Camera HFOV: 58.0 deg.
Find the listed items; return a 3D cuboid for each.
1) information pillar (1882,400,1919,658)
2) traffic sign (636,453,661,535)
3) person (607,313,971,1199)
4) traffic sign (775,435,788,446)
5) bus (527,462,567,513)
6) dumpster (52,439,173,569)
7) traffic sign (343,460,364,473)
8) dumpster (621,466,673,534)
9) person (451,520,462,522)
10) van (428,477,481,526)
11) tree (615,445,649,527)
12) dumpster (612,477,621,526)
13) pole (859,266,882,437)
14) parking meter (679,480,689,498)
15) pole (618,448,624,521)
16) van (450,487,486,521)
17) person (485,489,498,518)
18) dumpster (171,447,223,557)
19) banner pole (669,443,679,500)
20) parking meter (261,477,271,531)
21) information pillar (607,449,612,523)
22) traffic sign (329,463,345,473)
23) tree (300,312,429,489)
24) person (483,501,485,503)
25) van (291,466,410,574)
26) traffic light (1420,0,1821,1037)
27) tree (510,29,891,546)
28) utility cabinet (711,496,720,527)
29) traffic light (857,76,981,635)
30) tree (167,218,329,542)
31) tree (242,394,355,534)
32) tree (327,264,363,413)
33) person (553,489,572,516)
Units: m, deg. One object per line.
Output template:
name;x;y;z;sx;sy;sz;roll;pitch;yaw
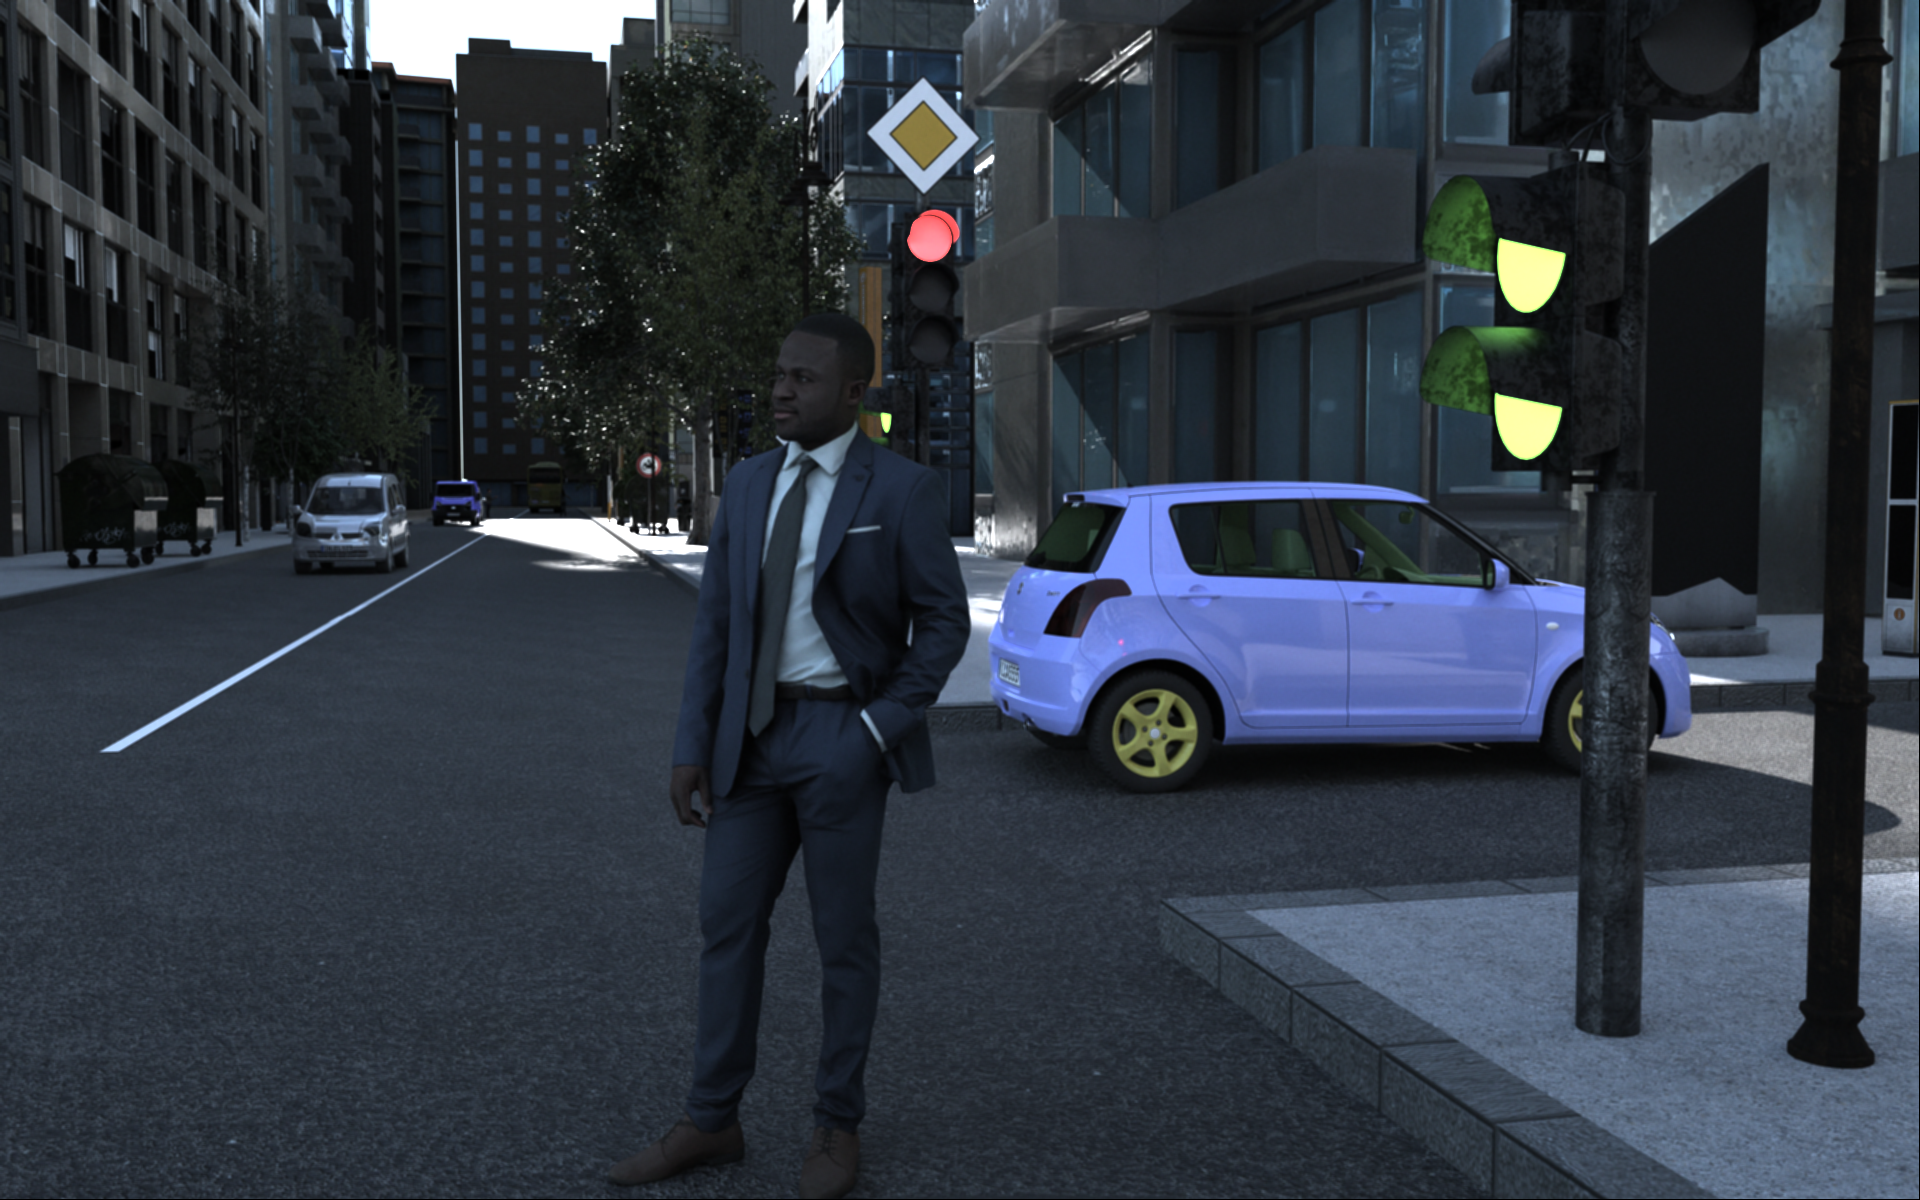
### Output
information pillar;7.526;-0.560;13.648;0.304;2.012;0.304;-2;4;-24
traffic sign;-9.667;-3.287;53.849;0.768;2.556;0.104;-1;4;-11
person;-0.337;0.309;3.629;0.721;1.800;0.419;1;4;17
traffic sign;-2.077;-1.346;23.199;0.795;2.450;0.064;0;4;-6
bus;-31.724;-8.655;133.057;2.896;3.916;12.252;-1;4;-12
dumpster;-15.016;-1.721;30.635;1.502;2.255;1.985;-1;4;-13
traffic sign;-22.982;-4.012;65.695;0.768;2.556;0.104;-1;4;-10
dumpster;-10.087;-3.276;56.057;1.502;2.255;1.985;-1;4;-13
person;-25.525;-4.841;87.526;0.599;1.838;0.709;2;4;26
van;-23.048;-4.583;79.316;2.240;2.365;5.245;-1;4;-13
tree;-12.406;-4.435;67.115;1.663;3.219;1.824;0;3;0
dumpster;-13.131;-4.085;69.276;1.502;2.255;1.985;-1;4;-13
pole;-0.806;-1.335;15.678;0.158;3.312;0.155;0;3;0
parking meter;-11.588;-4.101;72.770;0.399;1.863;0.255;1;4;18
pole;-13.835;-4.703;70.734;0.158;3.312;0.155;0;3;0
van;-26.238;-5.207;92.139;2.013;2.044;4.112;-1;4;-14
person;-27.934;-5.764;103.271;0.750;1.759;0.617;-1;4;-19
dumpster;-16.260;-2.045;35.928;1.502;2.255;1.985;-1;4;-13
banner pole;-14.040;-5.823;85.227;0.863;3.779;0.401;3;4;36
parking meter;-24.156;-3.338;60.280;0.255;1.863;0.399;-2;4;-32
information pillar;-15.534;-5.219;76.693;0.183;3.616;0.504;0;4;-5
traffic sign;-23.149;-3.851;64.154;0.795;2.450;0.064;-1;4;-13
tree;-24.971;-7.388;71.151;4.737;8.622;4.395;0;3;0
person;-29.678;-5.959;106.028;0.705;1.812;1.348;2;4;32
van;-11.391;-1.560;32.514;2.013;2.044;4.112;-1;4;-11
traffic light;1.537;-0.925;4.042;0.839;4.253;0.868;-1;4;-13
tree;-6.352;-7.716;43.158;9.611;12.733;9.660;0;3;0
utility cabinet;-8.055;-2.764;56.347;0.306;1.237;1.020;0;4;6
traffic light;-0.277;-1.400;11.819;0.839;4.253;0.868;-1;4;-13
tree;-19.326;-5.890;46.663;4.360;8.622;3.978;0;3;0
tree;-21.568;-4.452;56.496;4.285;4.588;4.351;0;3;0
tree;-19.948;-6.187;51.525;4.360;8.622;3.978;0;3;0
person;-25.668;-6.281;111.907;1.217;1.735;0.721;-2;4;-25
